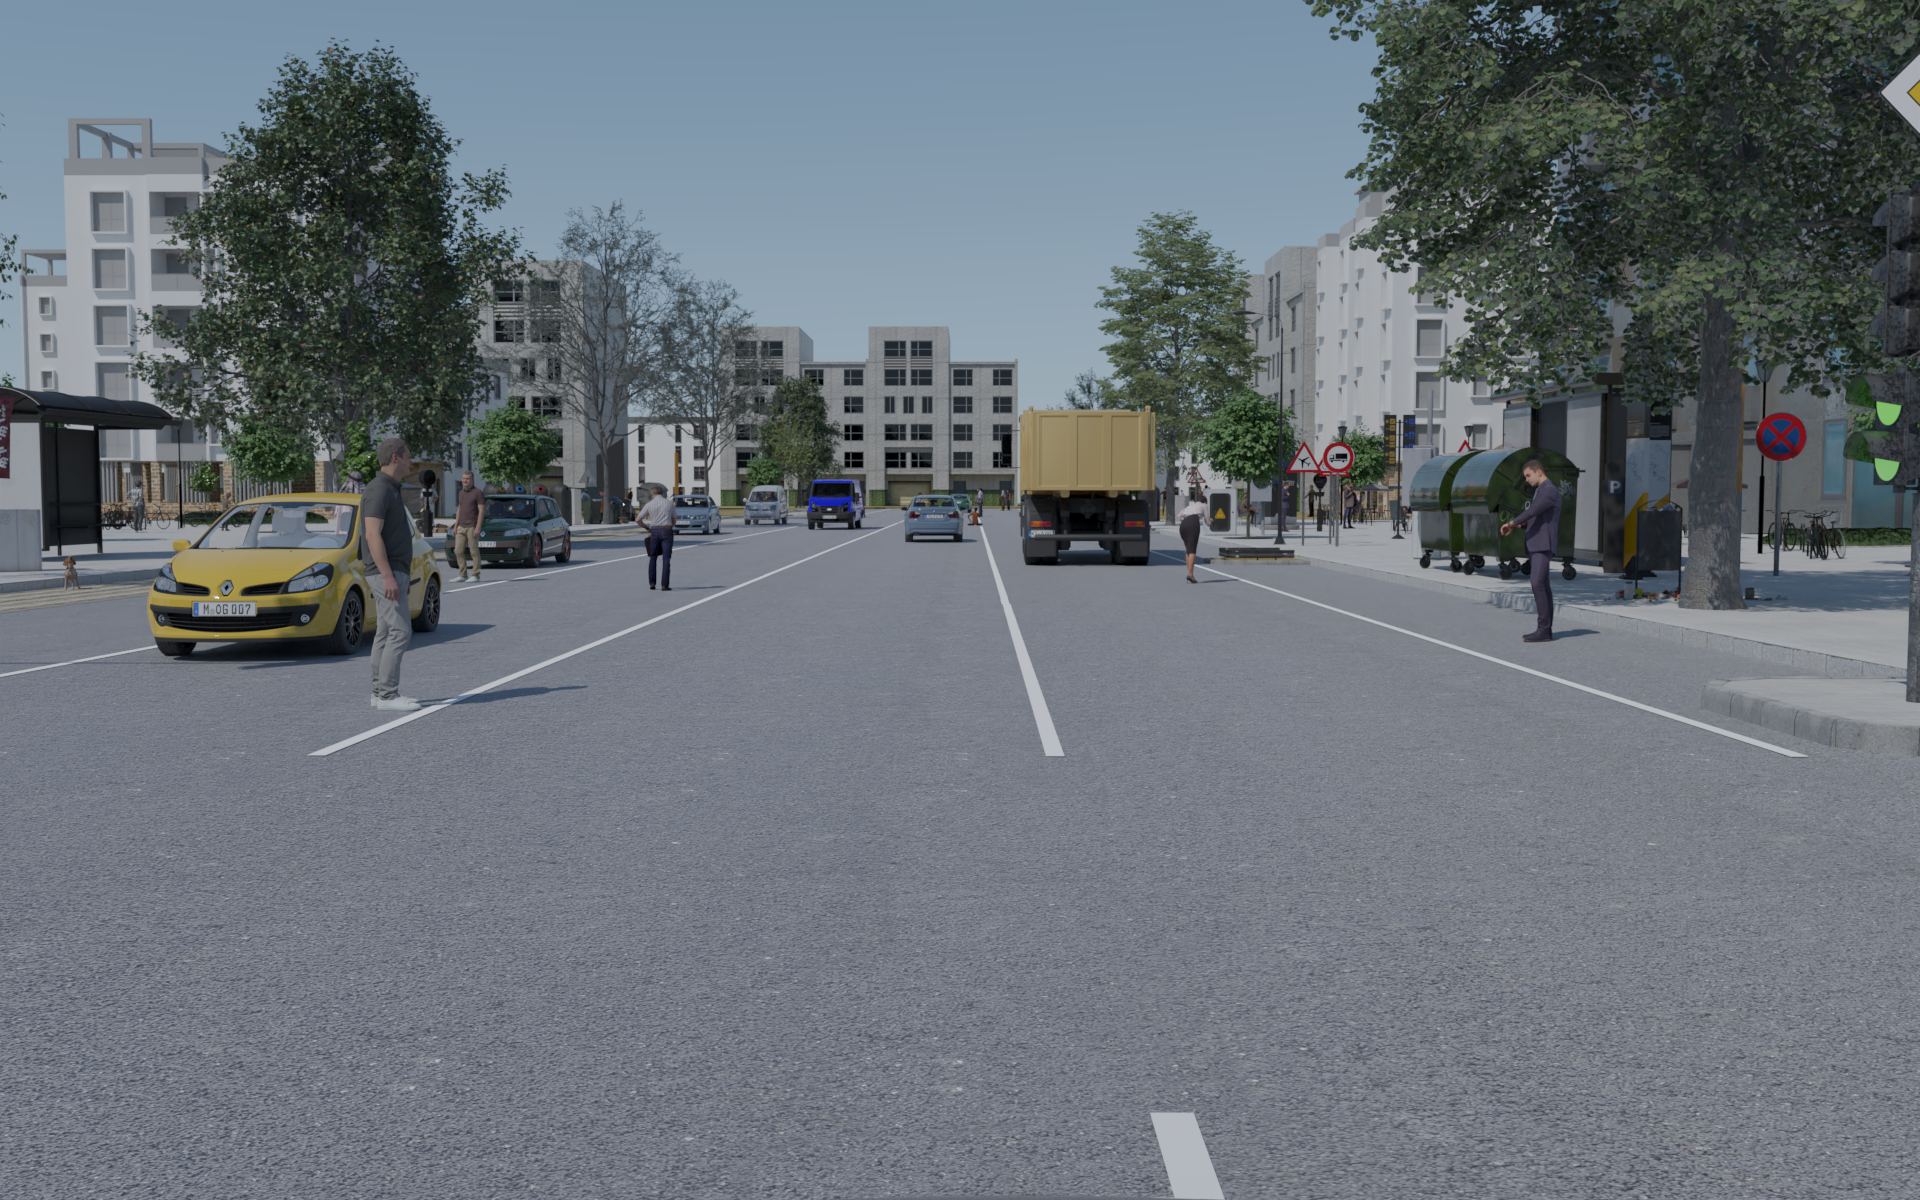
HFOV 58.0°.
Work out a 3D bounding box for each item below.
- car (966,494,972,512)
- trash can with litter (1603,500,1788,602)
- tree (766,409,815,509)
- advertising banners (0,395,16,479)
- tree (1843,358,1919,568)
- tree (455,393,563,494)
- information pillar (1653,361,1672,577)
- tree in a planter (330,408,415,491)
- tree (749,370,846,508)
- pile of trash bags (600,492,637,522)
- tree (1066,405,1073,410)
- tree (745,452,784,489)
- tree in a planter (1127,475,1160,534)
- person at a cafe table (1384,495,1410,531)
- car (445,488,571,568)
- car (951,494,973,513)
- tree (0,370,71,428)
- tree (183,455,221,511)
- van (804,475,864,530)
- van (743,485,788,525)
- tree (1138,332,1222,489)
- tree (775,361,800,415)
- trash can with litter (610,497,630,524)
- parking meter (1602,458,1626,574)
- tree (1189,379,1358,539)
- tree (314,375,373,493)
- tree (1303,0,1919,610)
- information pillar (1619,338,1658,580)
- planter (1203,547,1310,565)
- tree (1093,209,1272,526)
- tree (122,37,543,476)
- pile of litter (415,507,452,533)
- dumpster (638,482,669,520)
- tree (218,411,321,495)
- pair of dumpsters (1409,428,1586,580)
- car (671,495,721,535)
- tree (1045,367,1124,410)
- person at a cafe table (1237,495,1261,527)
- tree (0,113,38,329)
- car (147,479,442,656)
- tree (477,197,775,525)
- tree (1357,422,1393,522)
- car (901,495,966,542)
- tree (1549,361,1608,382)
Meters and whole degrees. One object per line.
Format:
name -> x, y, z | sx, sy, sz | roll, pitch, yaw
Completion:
car -> 0.012, -7.910, 141.124 | 2.131, 1.459, 4.920 | 0, 4, -2
trash can with litter -> 8.953, -0.615, 21.115 | 2.233, 1.210, 1.678 | 1, 4, 13
tree -> -14.694, -12.228, 150.297 | 4.737, 8.622, 4.395 | 0, 3, 0
advertising banners -> -17.444, -2.067, 29.989 | 2.074, 3.025, 0.090 | -3, 5, -43
tree -> 17.289, -2.827, 29.941 | 4.285, 4.588, 4.351 | 0, 3, 0
tree -> -14.661, -4.452, 56.503 | 4.285, 4.588, 4.351 | 0, 3, 0
information pillar -> 10.663, -2.160, 26.665 | 0.504, 3.616, 0.183 | 1, 4, 10
tree in a planter -> -12.392, -2.370, 35.966 | 1.991, 3.239, 1.994 | 0, 4, 0
tree -> -14.924, -14.851, 159.816 | 9.611, 12.733, 9.660 | 0, 3, 0
pile of trash bags -> -16.052, -4.264, 79.476 | 1.912, 1.369, 3.447 | 0, 4, 7
tree -> 9.404, -11.562, 139.397 | 4.360, 8.622, 3.978 | 0, 3, 0
tree -> -15.408, -9.322, 136.120 | 4.285, 4.588, 4.351 | 0, 3, 0
tree in a planter -> 6.260, -4.060, 63.610 | 1.991, 3.239, 1.994 | 0, 4, 0
person at a cafe table -> 15.537, -3.017, 60.187 | 1.698, 1.238, 1.726 | 3, 5, 45
car -> -9.047, -1.532, 34.833 | 2.009, 1.686, 4.222 | 0, 4, 0
car -> -0.087, -7.345, 131.891 | 2.131, 1.459, 4.920 | 0, 4, 0
tree -> -25.255, -3.818, 46.139 | 4.285, 4.588, 4.351 | 0, 3, 0
tree -> -37.231, -5.550, 85.347 | 1.663, 3.219, 1.824 | 0, 3, 0
van -> -5.128, -4.093, 71.302 | 2.240, 2.365, 5.245 | 0, 4, 1
van -> -9.190, -4.594, 82.116 | 2.013, 2.044, 4.112 | 0, 4, 1
tree -> 9.488, -7.756, 77.178 | 4.360, 8.622, 3.978 | 0, 3, 0
tree -> -14.218, -11.454, 97.639 | 12.009, 13.543, 11.850 | 0, 3, 0
trash can with litter -> -14.767, -3.912, 75.345 | 1.055, 1.170, 0.624 | 3, 4, 37
parking meter -> 10.633, -1.367, 28.062 | 0.399, 1.863, 0.255 | 3, 5, 39
tree -> 8.359, -4.031, 49.626 | 4.285, 4.588, 4.351 | 0, 3, 0
tree -> -23.080, -6.920, 63.500 | 4.360, 8.622, 3.978 | 0, 3, 0
tree -> 8.532, -6.879, 19.126 | 9.857, 13.997, 8.962 | 0, 3, 0
information pillar -> 10.089, -2.107, 25.810 | 0.183, 3.616, 0.504 | -1, 4, -11
planter -> 6.096, -0.906, 35.951 | 1.991, 0.319, 1.994 | 0, 4, 0
tree -> 8.863, -9.266, 69.628 | 7.486, 12.596, 7.792 | 0, 3, 0
tree -> -15.476, -7.754, 43.789 | 9.611, 12.733, 9.660 | 0, 3, 0
pile of litter -> -17.348, -2.641, 57.151 | 1.176, 0.858, 1.719 | 2, 4, 28
dumpster -> -15.128, -4.867, 85.338 | 1.264, 1.857, 1.865 | 0, 4, 0
tree -> -22.947, -4.529, 57.757 | 4.285, 4.588, 4.351 | 0, 3, 0
pair of dumpsters -> 8.525, -1.542, 27.704 | 1.574, 2.255, 4.437 | 0, 4, 0
car -> -9.600, -3.050, 61.868 | 2.014, 1.417, 4.499 | 0, 4, -1
tree -> 9.190, -11.826, 127.767 | 8.767, 10.594, 7.601 | 0, 4, 3
person at a cafe table -> 11.584, -3.442, 67.145 | 1.726, 1.238, 1.698 | 2, 4, 24
tree -> -15.860, -4.552, 24.789 | 4.360, 8.622, 3.978 | 0, 3, 0
car -> -6.277, -0.390, 16.600 | 2.015, 1.641, 3.980 | 0, 4, -1
tree -> -14.811, -9.899, 72.225 | 12.009, 13.543, 11.850 | 0, 3, 0
tree -> 18.136, -5.810, 78.712 | 4.285, 4.588, 4.351 | 0, 3, 0
car -> -0.807, -2.498, 52.849 | 2.014, 1.417, 4.499 | 0, 4, -1
tree -> 15.601, -3.599, 42.558 | 4.285, 4.588, 4.351 | 0, 3, 0
